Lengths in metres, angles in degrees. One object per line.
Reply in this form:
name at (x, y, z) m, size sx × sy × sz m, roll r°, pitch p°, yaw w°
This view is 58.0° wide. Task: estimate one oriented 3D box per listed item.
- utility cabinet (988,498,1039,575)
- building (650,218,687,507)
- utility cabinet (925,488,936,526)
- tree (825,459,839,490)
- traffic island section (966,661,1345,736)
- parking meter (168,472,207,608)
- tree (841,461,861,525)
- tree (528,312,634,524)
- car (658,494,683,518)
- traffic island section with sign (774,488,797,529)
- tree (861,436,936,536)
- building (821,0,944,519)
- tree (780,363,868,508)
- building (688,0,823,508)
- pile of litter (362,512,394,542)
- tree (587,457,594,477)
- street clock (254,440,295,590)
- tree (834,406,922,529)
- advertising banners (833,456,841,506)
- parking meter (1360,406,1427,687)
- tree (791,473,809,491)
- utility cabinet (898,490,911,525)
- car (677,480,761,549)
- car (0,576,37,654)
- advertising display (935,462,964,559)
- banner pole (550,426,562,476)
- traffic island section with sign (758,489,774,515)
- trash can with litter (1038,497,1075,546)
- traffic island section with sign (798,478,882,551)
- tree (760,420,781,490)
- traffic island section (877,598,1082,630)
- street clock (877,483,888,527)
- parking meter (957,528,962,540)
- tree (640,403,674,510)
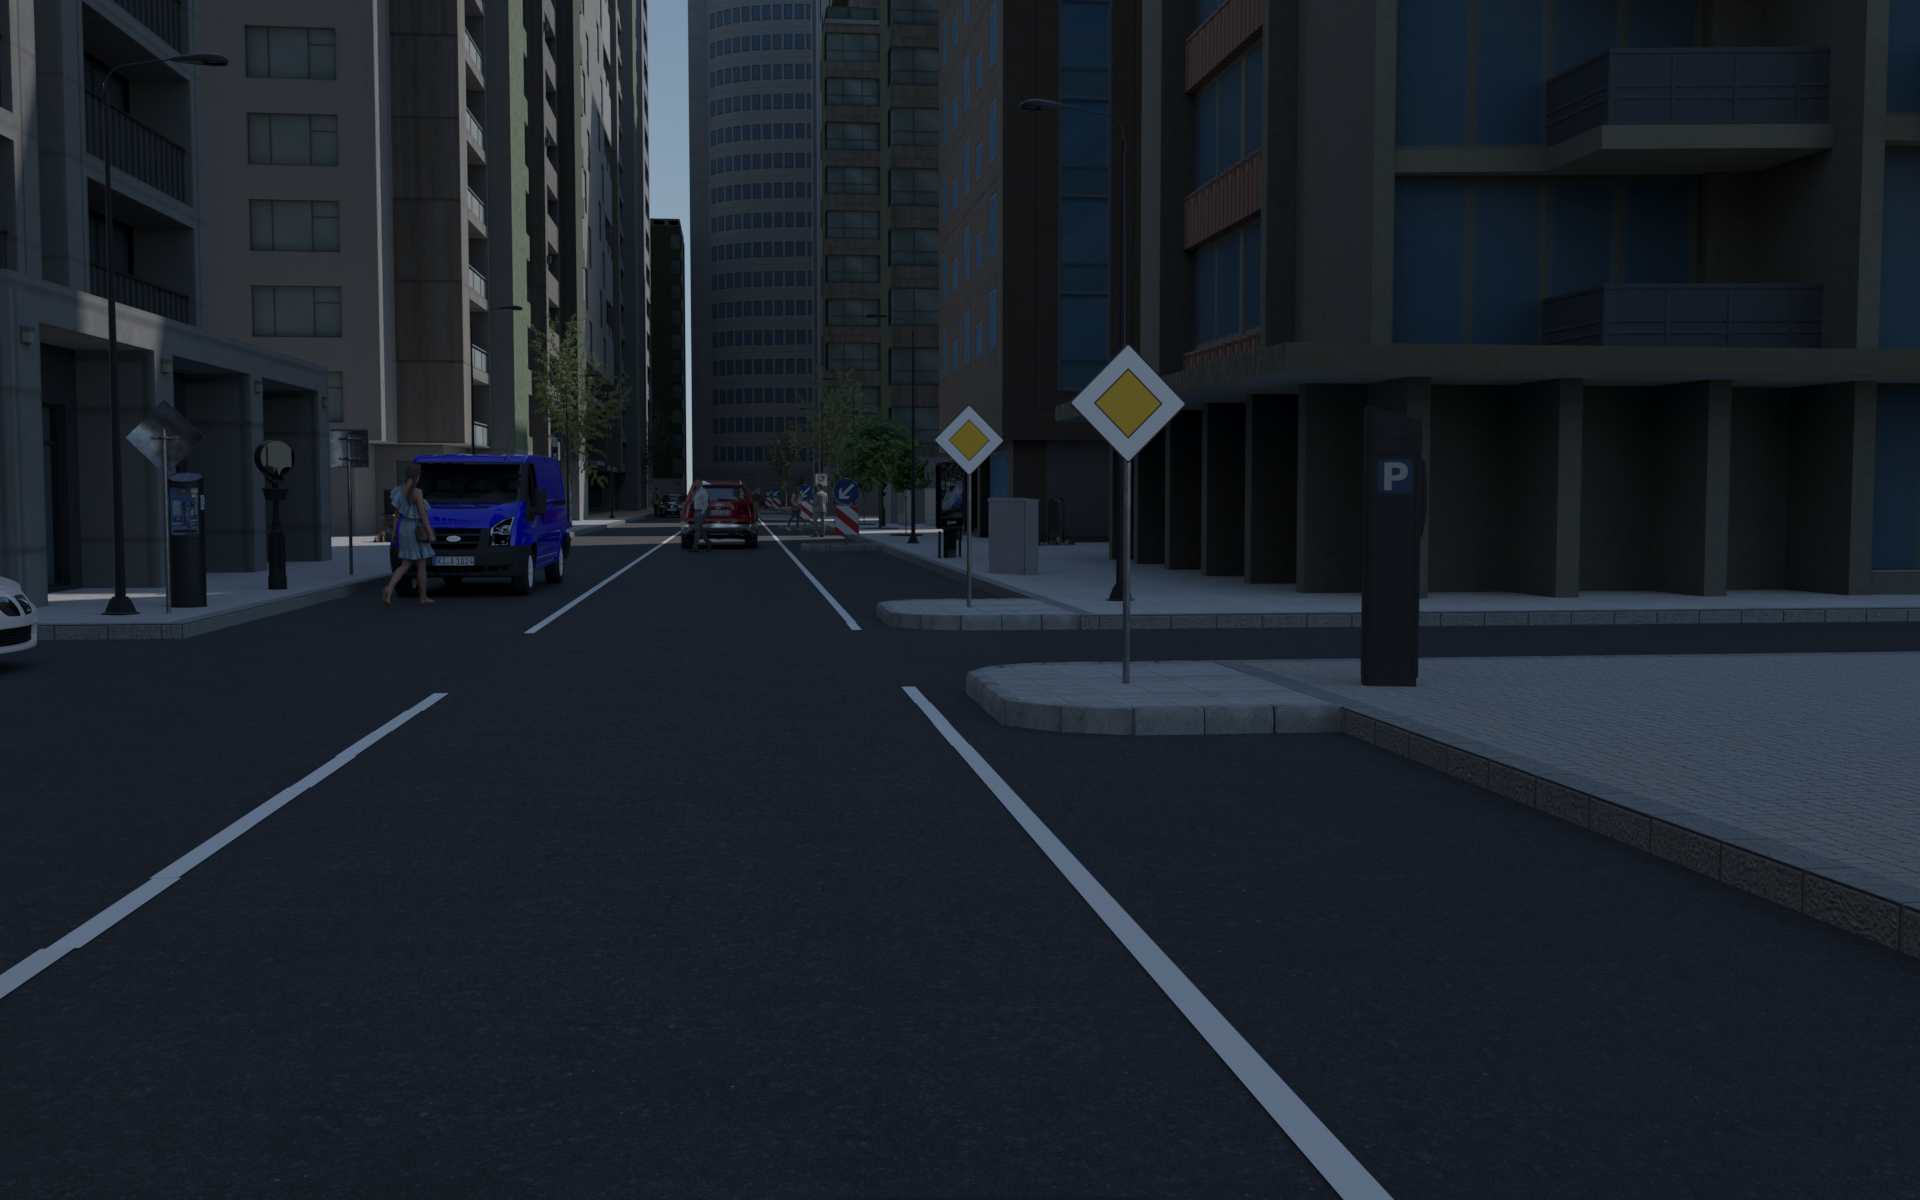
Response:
utility cabinet at (0.859, -1.015, 27.759) m, size 0.306 × 1.237 × 1.020 m, roll -2°, pitch 4°, yaw -33°
building at (-36.043, -25.133, 182.623) m, size 14.107 × 30.474 × 14.160 m, roll 0°, pitch 4°, yaw -7°
utility cabinet at (-0.807, -3.671, 68.694) m, size 1.173 × 1.500 × 0.318 m, roll 0°, pitch 4°, yaw -1°
tree at (-5.156, -5.246, 80.367) m, size 1.663 × 3.219 × 1.824 m, roll 0°, pitch 3°, yaw 0°
traffic island section at (1.143, 0.645, 11.743) m, size 2.009 × 0.180 × 2.903 m, roll 0°, pitch 4°, yaw -7°
parking meter at (-8.763, -0.687, 19.644) m, size 0.372 × 1.533 × 0.369 m, roll 0°, pitch 3°, yaw 0°
tree at (-4.038, -4.755, 72.348) m, size 1.663 × 3.219 × 1.824 m, roll 0°, pitch 3°, yaw 0°
tree at (-15.711, -7.333, 70.259) m, size 4.737 × 8.622 × 4.395 m, roll 0°, pitch 3°, yaw 0°
car at (-17.613, -5.918, 106.540) m, size 2.009 × 1.686 × 4.222 m, roll 0°, pitch 4°, yaw -6°
traffic island section with sign at (-6.496, -3.818, 71.045) m, size 1.989 × 1.847 × 2.006 m, roll 0°, pitch 4°, yaw -7°
tree at (-1.741, -3.572, 53.005) m, size 1.663 × 3.219 × 1.824 m, roll 0°, pitch 3°, yaw 0°
building at (-1.631, -20.544, 107.602) m, size 14.160 × 30.474 × 14.107 m, roll 0°, pitch 4°, yaw -7°
tree at (-7.078, -8.943, 96.576) m, size 4.737 × 8.622 × 4.395 m, roll 0°, pitch 3°, yaw 0°
building at (-15.157, -39.554, 188.712) m, size 28.212 × 58.520 × 21.231 m, roll 0°, pitch 4°, yaw -7°
pile of litter at (-15.140, -1.983, 46.387) m, size 1.719 × 0.858 × 1.176 m, roll 1°, pitch 4°, yaw 23°
tree at (-21.013, -6.573, 91.186) m, size 4.285 × 4.588 × 4.351 m, roll 0°, pitch 3°, yaw 0°
street clock at (-9.182, -1.142, 23.248) m, size 0.471 × 2.002 × 0.358 m, roll -3°, pitch 5°, yaw -42°
tree at (-3.061, -4.923, 64.213) m, size 4.285 × 4.588 × 4.351 m, roll 0°, pitch 3°, yaw 0°
advertising banners at (-5.420, -4.931, 76.812) m, size 0.090 × 3.025 × 2.074 m, roll 0°, pitch 4°, yaw 4°
parking meter at (2.907, -0.361, 11.606) m, size 0.399 × 1.863 × 0.255 m, roll 0°, pitch 4°, yaw 7°
tree at (-14.561, -9.929, 156.933) m, size 1.663 × 3.219 × 1.824 m, roll 0°, pitch 3°, yaw 0°
utility cabinet at (-2.269, -3.774, 70.388) m, size 0.318 × 1.500 × 1.173 m, roll -1°, pitch 4°, yaw -15°
car at (-6.563, -2.357, 47.217) m, size 2.281 × 1.827 × 5.304 m, roll 0°, pitch 4°, yaw -8°
car at (-9.934, -0.078, 13.639) m, size 4.827 × 1.381 × 2.083 m, roll 0°, pitch 4°, yaw -7°
advertising display at (-0.202, -1.810, 34.815) m, size 0.123 × 1.923 × 0.974 m, roll 2°, pitch 4°, yaw 29°
banner pole at (-14.816, -4.510, 63.762) m, size 0.401 × 3.779 × 0.863 m, roll 1°, pitch 4°, yaw 23°
traffic island section with sign at (-12.985, -6.887, 121.222) m, size 1.989 × 1.847 × 2.006 m, roll 0°, pitch 4°, yaw -7°
trash can with litter at (2.047, -1.980, 43.430) m, size 2.233 × 1.210 × 1.678 m, roll -3°, pitch 4°, yaw -39°
traffic island section with sign at (-3.058, -2.182, 44.309) m, size 1.989 × 1.847 × 2.006 m, roll 0°, pitch 4°, yaw -7°
tree at (-16.641, -13.030, 163.395) m, size 4.737 × 8.622 × 4.395 m, roll 0°, pitch 3°, yaw 0°
traffic island section at (0.122, 0.160, 19.663) m, size 2.009 × 0.180 × 2.903 m, roll 0°, pitch 4°, yaw -7°
street clock at (-3.071, -3.907, 68.441) m, size 0.358 × 2.002 × 0.471 m, roll 3°, pitch 4°, yaw 37°
parking meter at (-0.124, -2.448, 48.431) m, size 0.372 × 1.533 × 0.369 m, roll 0°, pitch 3°, yaw 0°
tree at (-25.043, -11.520, 138.706) m, size 4.360 × 8.622 × 3.978 m, roll 0°, pitch 3°, yaw 0°
